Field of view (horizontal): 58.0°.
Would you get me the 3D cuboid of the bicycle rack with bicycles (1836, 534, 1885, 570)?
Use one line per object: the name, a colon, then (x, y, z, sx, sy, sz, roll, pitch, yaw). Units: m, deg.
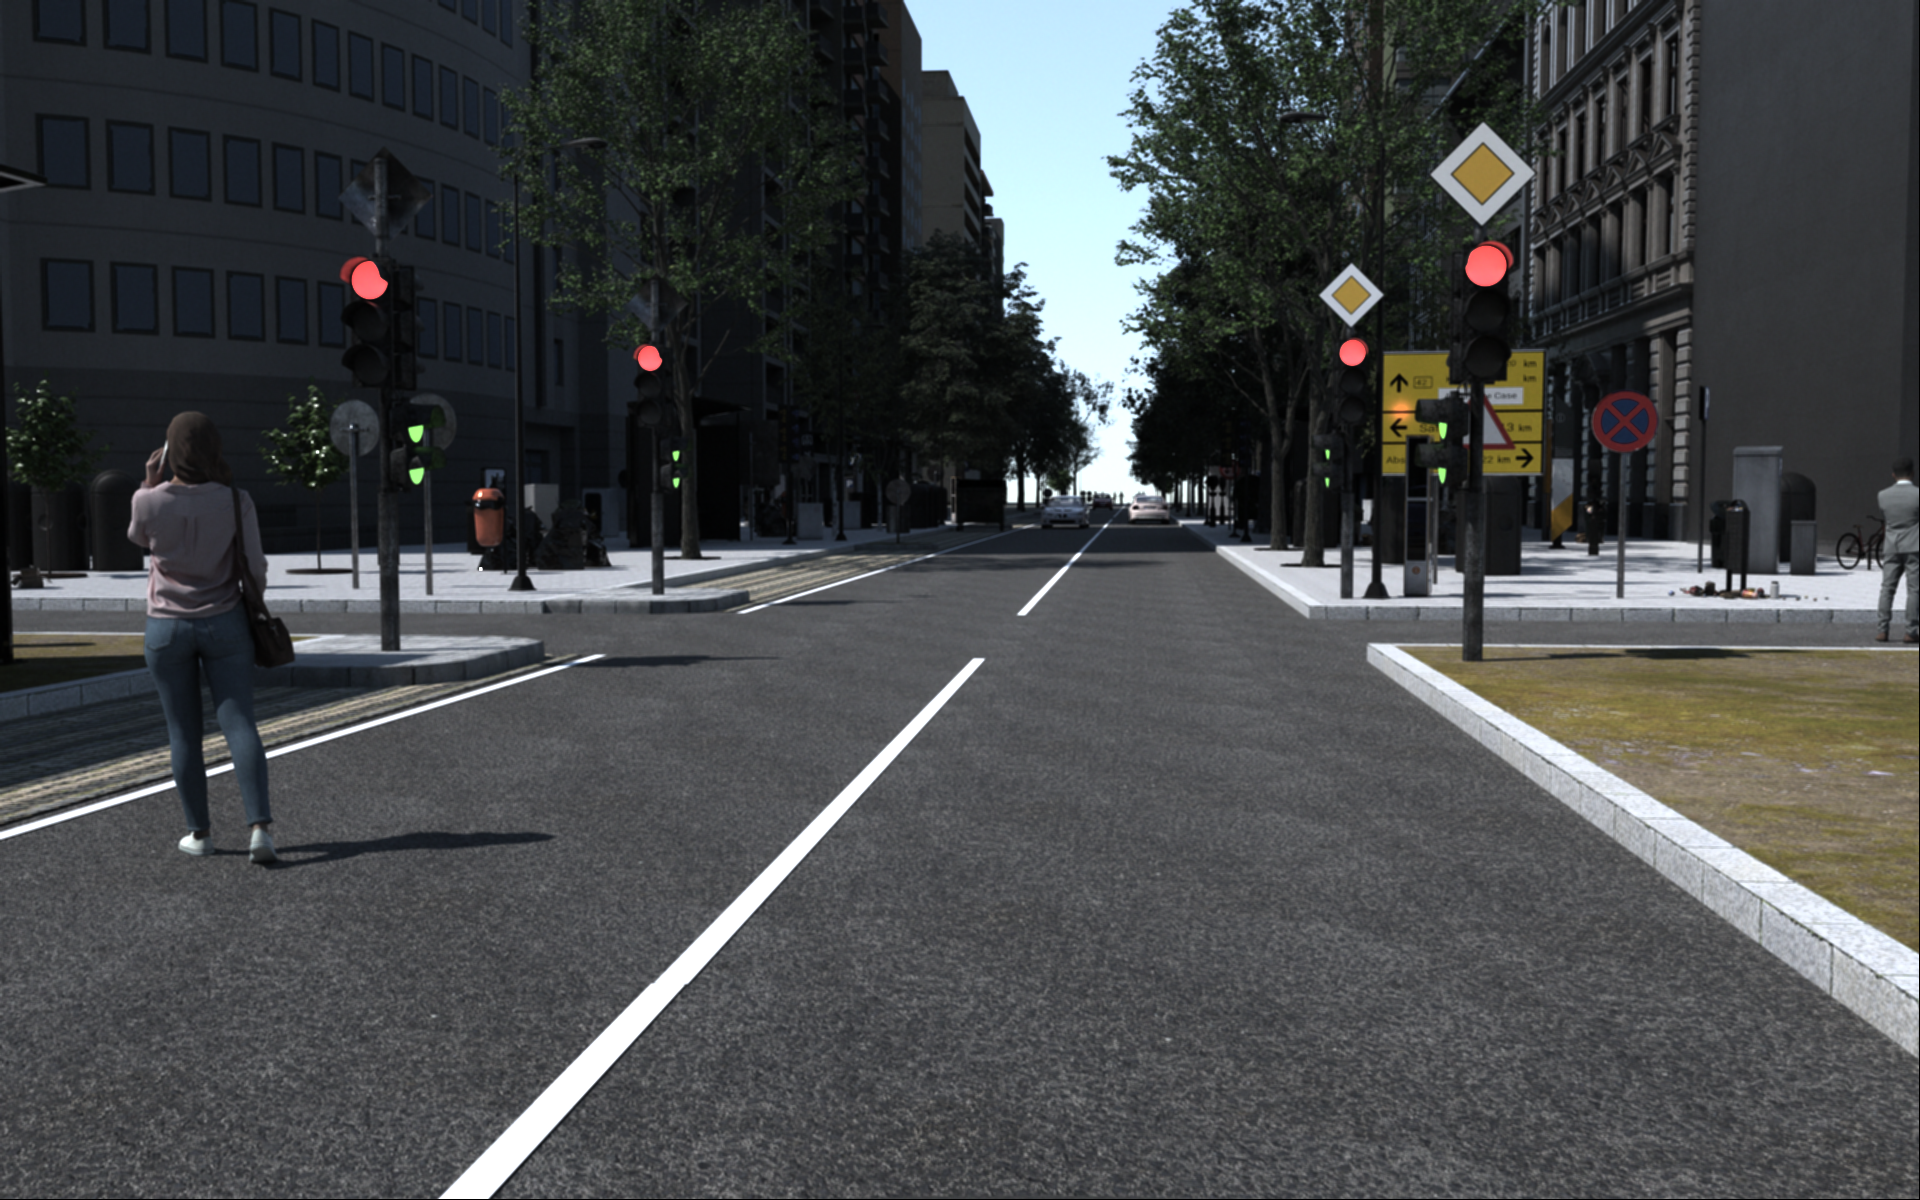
bicycle rack with bicycles: (16.197, -0.911, 28.284, 2.852, 0.926, 2.925, 0, 4, -3)

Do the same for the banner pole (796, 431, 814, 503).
banner pole: (-5.496, -4.321, 60.664, 0.863, 3.779, 0.401, 1, 4, 11)

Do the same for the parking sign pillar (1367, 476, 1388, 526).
parking sign pillar: (17.362, -5.024, 70.615, 1.447, 3.967, 1.447, 2, 4, 34)

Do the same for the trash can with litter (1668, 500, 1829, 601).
trash can with litter: (9.801, -0.664, 21.908, 1.678, 1.210, 2.233, 0, 4, 5)

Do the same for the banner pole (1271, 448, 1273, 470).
banner pole: (14.553, -5.580, 81.249, 0.863, 3.779, 0.401, -1, 4, -8)

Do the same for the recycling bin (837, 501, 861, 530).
recycling bin: (-4.044, -3.038, 62.227, 0.722, 1.027, 0.722, -2, 4, -33)

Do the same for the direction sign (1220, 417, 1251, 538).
direction sign: (8.133, -3.621, 51.195, 0.876, 3.537, 0.379, 0, 4, 3)

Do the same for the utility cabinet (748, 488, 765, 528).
utility cabinet: (-7.742, -3.498, 65.865, 0.318, 1.500, 1.173, 1, 4, 10)

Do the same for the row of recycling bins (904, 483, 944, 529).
row of recycling bins: (-1.503, -3.588, 65.773, 1.069, 1.692, 3.534, 1, 4, 9)

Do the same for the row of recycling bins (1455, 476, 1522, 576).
row of recycling bins: (8.743, -1.324, 28.760, 1.069, 1.692, 3.534, 1, 4, 15)

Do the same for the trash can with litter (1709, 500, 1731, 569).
trash can with litter: (13.344, -1.128, 29.832, 0.624, 1.170, 1.055, 0, 4, 1)

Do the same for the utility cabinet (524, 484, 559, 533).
utility cabinet: (-9.305, -1.820, 38.431, 0.318, 1.500, 1.173, 1, 4, 13)

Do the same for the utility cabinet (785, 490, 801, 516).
utility cabinet: (-9.349, -5.459, 97.941, 1.173, 1.500, 0.318, 0, 4, -8)

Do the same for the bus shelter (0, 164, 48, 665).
bus shelter: (-7.925, -1.144, 9.995, 1.731, 3.624, 6.357, 0, 4, 6)

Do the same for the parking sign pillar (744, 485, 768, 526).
parking sign pillar: (-7.985, -4.977, 69.852, 1.447, 3.967, 1.447, -1, 4, -10)

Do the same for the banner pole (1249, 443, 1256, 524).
banner pole: (12.450, -5.147, 74.165, 0.401, 3.779, 0.863, -2, 4, -33)

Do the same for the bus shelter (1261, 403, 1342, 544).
bus shelter: (9.350, -3.443, 47.581, 1.731, 3.624, 6.357, 0, 4, 6)

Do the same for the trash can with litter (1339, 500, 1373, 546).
trash can with litter: (9.898, -1.920, 42.782, 1.055, 1.170, 0.624, 3, 5, 41)

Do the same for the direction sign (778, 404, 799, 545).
direction sign: (-4.350, -3.185, 44.066, 0.379, 3.537, 0.876, 2, 4, 30)

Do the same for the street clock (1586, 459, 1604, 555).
street clock: (13.288, -1.938, 36.264, 0.358, 2.002, 0.471, 2, 4, 26)

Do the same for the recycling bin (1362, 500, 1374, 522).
recycling bin: (18.928, -4.086, 79.353, 0.722, 1.027, 0.722, -1, 4, -20)

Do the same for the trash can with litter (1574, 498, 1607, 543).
trash can with litter: (16.325, -2.055, 44.986, 0.624, 1.170, 1.055, -1, 4, -11)

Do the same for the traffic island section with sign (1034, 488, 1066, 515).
traffic island section with sign: (6.236, -6.916, 121.697, 1.989, 1.847, 2.006, 0, 4, 6)

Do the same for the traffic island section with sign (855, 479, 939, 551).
traffic island section with sign: (-1.590, -2.200, 44.601, 1.989, 1.847, 2.006, 0, 4, 6)

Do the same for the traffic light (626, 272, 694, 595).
traffic light: (-3.838, -2.024, 22.007, 0.839, 4.253, 0.868, 0, 4, 6)

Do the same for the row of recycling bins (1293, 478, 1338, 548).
row of recycling bins: (8.661, -2.166, 42.527, 1.069, 1.692, 3.534, 0, 4, 8)

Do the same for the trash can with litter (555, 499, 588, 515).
trash can with litter: (-8.534, -1.588, 37.350, 0.624, 1.170, 1.055, 1, 4, 23)

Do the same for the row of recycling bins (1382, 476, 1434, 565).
row of recycling bins: (8.545, -1.590, 33.115, 1.069, 1.692, 3.534, 1, 4, 15)

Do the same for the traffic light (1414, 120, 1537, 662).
traffic light: (3.924, -1.486, 13.212, 0.839, 4.253, 0.868, 0, 4, 6)

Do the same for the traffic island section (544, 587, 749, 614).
traffic island section: (-3.877, 0.008, 22.146, 2.009, 0.180, 2.903, 0, 4, 6)

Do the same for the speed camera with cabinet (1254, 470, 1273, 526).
speed camera with cabinet: (11.777, -4.406, 66.369, 0.660, 3.252, 2.038, 1, 4, 22)

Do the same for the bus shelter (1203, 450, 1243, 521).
bus shelter: (12.181, -5.224, 79.335, 2.014, 3.302, 5.546, 0, 4, 6)

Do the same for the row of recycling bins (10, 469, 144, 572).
row of recycling bins: (-15.434, -1.343, 29.074, 3.534, 1.692, 1.069, 0, 4, 7)

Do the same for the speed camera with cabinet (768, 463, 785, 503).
speed camera with cabinet: (-8.925, -5.293, 80.882, 0.660, 3.252, 2.038, -3, 4, -37)

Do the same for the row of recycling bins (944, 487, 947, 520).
row of recycling bins: (-1.152, -4.883, 86.948, 1.069, 1.692, 3.534, 0, 4, 4)

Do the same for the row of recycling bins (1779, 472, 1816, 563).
row of recycling bins: (16.049, -1.646, 34.031, 1.069, 1.692, 3.534, 1, 4, 18)

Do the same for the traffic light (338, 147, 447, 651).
traffic light: (-4.645, -1.538, 14.063, 0.839, 4.253, 0.868, 0, 4, 6)

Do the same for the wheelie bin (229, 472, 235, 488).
wheelie bin: (-10.219, -0.953, 23.490, 0.980, 1.594, 0.693, -2, 4, -33)

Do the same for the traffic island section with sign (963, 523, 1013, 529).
traffic island section with sign: (1.162, -3.861, 71.752, 1.989, 1.847, 2.006, 0, 4, 6)

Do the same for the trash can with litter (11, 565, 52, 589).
trash can with litter: (-12.961, -0.740, 23.494, 1.055, 1.170, 0.624, -3, 4, -39)

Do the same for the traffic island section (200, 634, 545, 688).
traffic island section: (-4.684, 0.494, 14.201, 2.009, 0.180, 2.903, 0, 4, 6)

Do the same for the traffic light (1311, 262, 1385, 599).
traffic light: (4.731, -1.972, 21.156, 0.839, 4.253, 0.868, 0, 4, 6)

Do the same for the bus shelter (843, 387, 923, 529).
bus shelter: (-3.049, -5.506, 67.648, 2.179, 5.291, 8.768, 0, 4, 6)

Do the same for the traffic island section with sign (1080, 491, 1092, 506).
traffic island section with sign: (17.301, -13.579, 230.639, 1.989, 1.847, 2.006, 0, 4, 6)

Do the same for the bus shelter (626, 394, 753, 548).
bus shelter: (-6.779, -3.225, 44.011, 1.731, 3.624, 6.357, 0, 4, 6)

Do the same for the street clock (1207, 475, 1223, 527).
street clock: (9.816, -3.832, 67.228, 0.358, 2.002, 0.471, -2, 4, -26)

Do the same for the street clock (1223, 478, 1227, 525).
street clock: (10.987, -4.156, 72.522, 0.358, 2.002, 0.471, 1, 4, 17)

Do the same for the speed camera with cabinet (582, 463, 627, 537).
speed camera with cabinet: (-10.304, -3.497, 51.515, 2.038, 3.252, 0.660, 2, 4, 30)

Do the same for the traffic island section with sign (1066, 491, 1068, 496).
traffic island section with sign: (8.961, -8.556, 148.514, 1.989, 1.847, 2.006, 0, 4, 6)
